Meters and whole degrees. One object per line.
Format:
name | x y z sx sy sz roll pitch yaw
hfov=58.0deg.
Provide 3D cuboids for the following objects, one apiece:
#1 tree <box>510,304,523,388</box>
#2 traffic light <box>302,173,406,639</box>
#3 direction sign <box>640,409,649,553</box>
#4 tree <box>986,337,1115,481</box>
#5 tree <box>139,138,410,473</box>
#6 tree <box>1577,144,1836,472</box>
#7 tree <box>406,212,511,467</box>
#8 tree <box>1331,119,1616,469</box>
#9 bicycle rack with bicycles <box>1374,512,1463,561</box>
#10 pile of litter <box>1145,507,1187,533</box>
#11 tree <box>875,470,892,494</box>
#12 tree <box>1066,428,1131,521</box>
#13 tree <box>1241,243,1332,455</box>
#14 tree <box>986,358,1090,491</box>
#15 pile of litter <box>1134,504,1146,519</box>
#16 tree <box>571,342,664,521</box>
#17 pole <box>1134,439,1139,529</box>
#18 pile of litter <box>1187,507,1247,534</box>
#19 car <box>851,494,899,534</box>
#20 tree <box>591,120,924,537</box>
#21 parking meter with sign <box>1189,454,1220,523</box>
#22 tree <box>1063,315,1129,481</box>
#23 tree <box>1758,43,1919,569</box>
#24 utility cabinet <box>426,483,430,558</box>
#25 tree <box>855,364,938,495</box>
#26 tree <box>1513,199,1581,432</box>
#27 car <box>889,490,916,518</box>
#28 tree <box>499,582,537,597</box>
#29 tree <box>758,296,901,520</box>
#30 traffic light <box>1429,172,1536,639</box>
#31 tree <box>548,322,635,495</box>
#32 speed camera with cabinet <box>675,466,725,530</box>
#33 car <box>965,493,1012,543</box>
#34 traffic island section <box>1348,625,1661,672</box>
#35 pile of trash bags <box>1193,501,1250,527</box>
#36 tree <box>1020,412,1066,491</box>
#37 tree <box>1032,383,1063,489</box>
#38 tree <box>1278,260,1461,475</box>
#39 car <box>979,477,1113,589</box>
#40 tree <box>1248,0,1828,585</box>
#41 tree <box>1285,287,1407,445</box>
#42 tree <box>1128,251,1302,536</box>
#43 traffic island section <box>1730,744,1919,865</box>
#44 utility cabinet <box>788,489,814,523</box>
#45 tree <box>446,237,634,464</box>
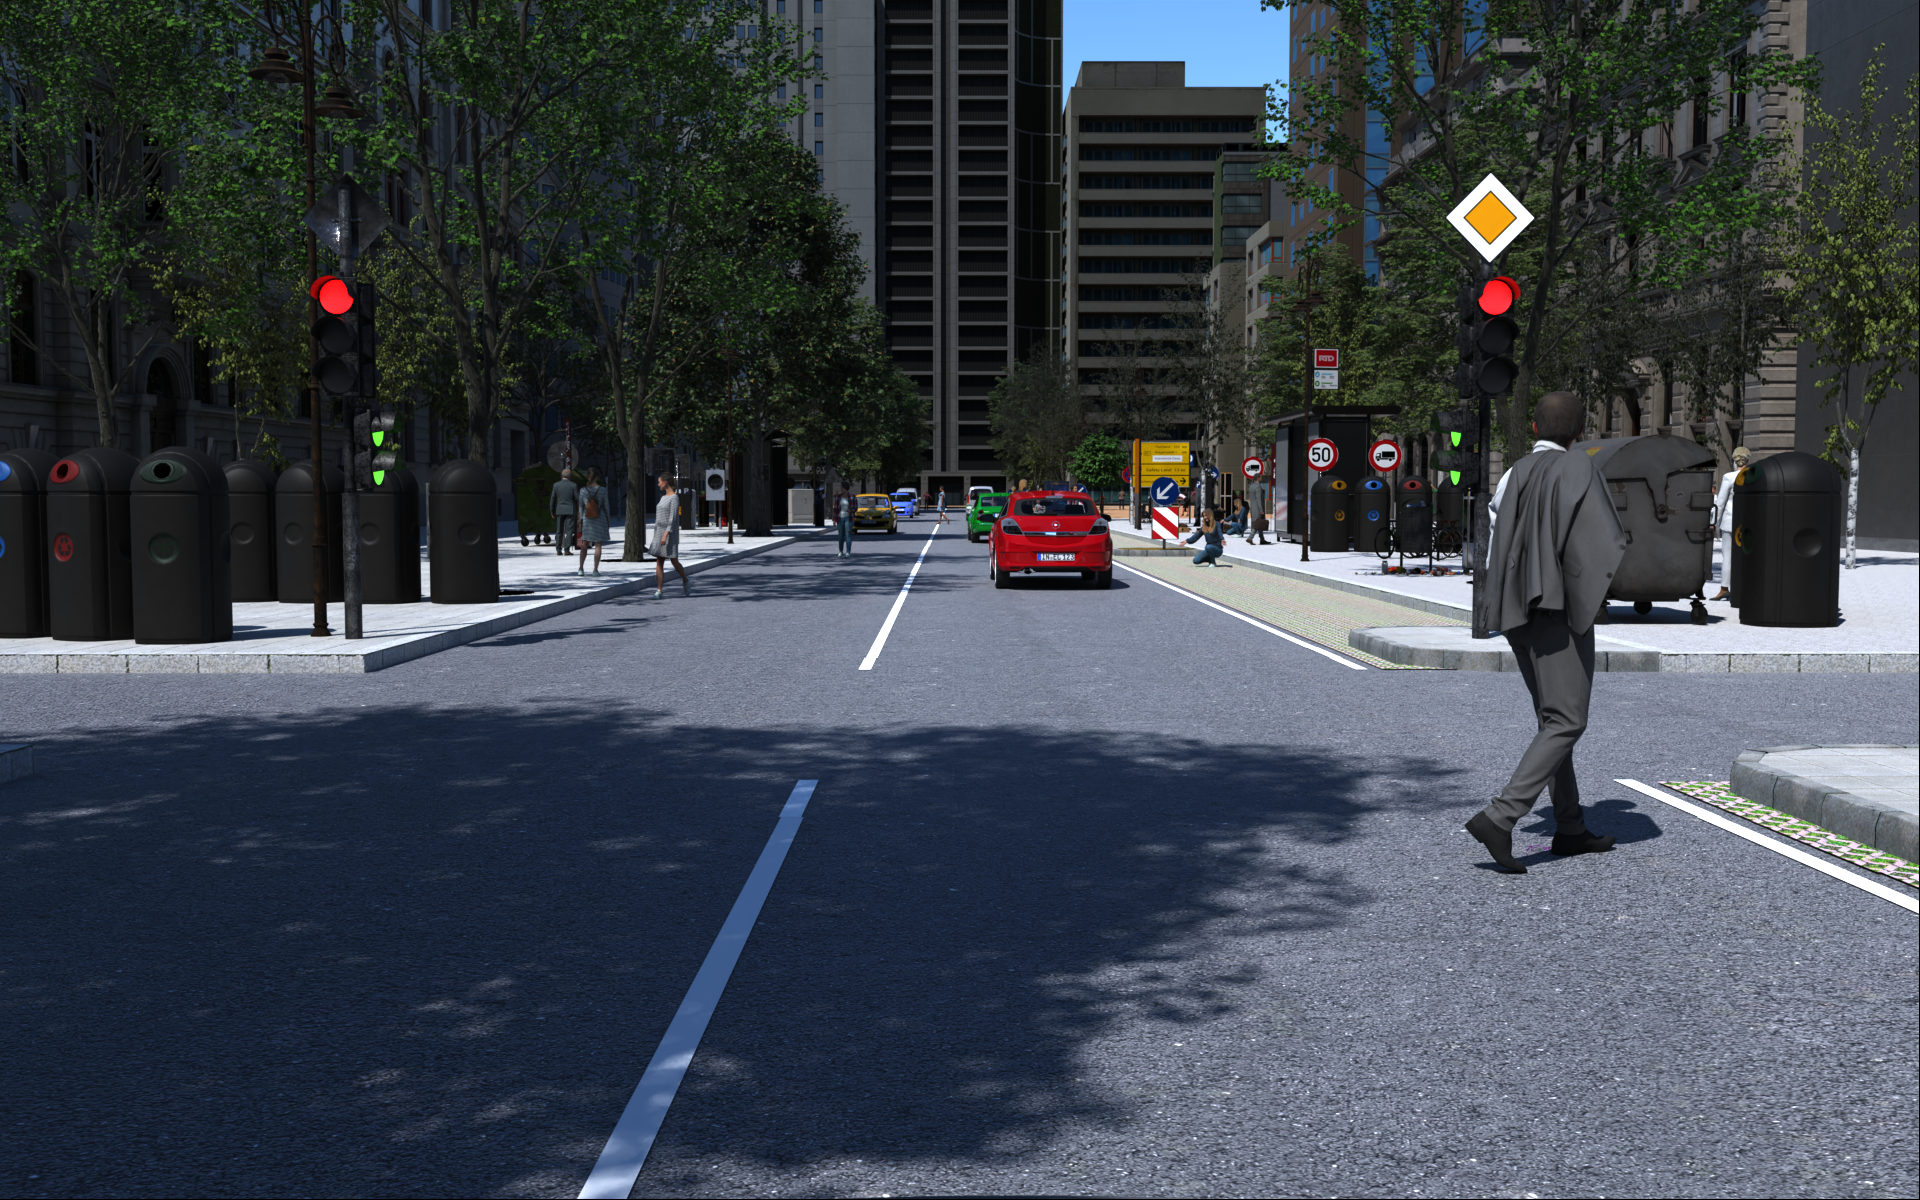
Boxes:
tree | -15.407 -6.236 52.316 4.737 8.622 4.395 0 3 0
traffic light | -5.353 -1.609 15.227 0.839 4.253 0.868 0 4 0
direction sign | -6.949 -2.806 37.882 0.379 3.537 0.876 0 4 -6
tree | 7.094 -13.800 136.005 12.009 13.543 11.850 0 3 0
tree | -14.885 -5.265 36.440 4.737 8.622 4.395 0 3 0
tree | 16.013 -5.247 36.158 4.360 8.622 3.978 0 3 0
tree | -14.332 -5.650 42.732 4.737 8.622 4.395 0 3 0
tree | 15.883 -8.240 52.852 7.486 12.596 7.792 0 3 0
bicycle rack with bicycles | 9.533 -1.277 34.267 2.925 0.926 2.852 -1 4 -16
pile of litter | 7.270 -2.701 58.123 1.176 0.858 1.719 3 4 38
tree | -6.558 -11.711 141.838 4.360 8.622 3.978 0 3 0
tree | 6.933 -6.137 84.060 4.285 4.588 4.351 0 3 0
tree | 16.389 -9.784 78.089 7.486 12.596 7.792 0 3 0
tree | 7.069 -15.613 161.928 9.857 13.997 8.962 0 3 0
pile of litter | 9.601 -4.657 90.101 1.176 0.858 1.719 -1 4 -22
tree | -16.296 -8.047 81.928 4.737 8.622 4.395 0 3 0
pole | 6.530 -4.286 63.915 0.158 3.312 0.155 0 3 0
pile of litter | 8.425 -2.583 56.194 1.719 0.858 1.176 1 4 21
car | -3.191 -3.209 62.687 2.015 1.641 3.980 0 4 1
tree | -6.243 -8.268 52.197 9.611 12.733 9.660 0 3 0
parking meter with sign | 10.730 -4.874 75.948 1.738 3.016 0.543 -2 4 -32
tree | 7.310 -7.409 71.495 4.360 8.622 3.978 0 3 0
tree | 15.455 -4.834 29.402 4.737 8.622 4.395 0 3 0
utility cabinet | -10.082 -1.551 34.031 0.318 1.500 1.173 -3 5 -41
tree | -7.240 -15.971 167.779 9.857 13.997 8.962 0 3 0
tree | 15.285 -5.615 42.163 4.360 8.622 3.978 0 3 0
car | -3.626 -5.749 103.582 1.945 1.707 3.694 0 4 -2
tree | -6.131 -5.879 21.874 9.928 11.665 9.643 0 3 0
tree | -7.003 -10.327 86.968 7.486 12.596 7.792 0 3 0
traffic light | 4.608 -1.612 15.281 0.839 4.253 0.868 0 4 0
tree | -15.137 -7.484 72.723 4.360 8.622 3.978 0 3 0
speed camera with cabinet | -9.489 -4.160 62.356 2.038 3.252 0.660 0 4 -5
car | 1.162 -2.648 52.088 1.959 1.807 4.718 0 4 -2
traffic island section | 4.648 0.421 15.395 2.009 0.180 2.903 0 4 0
pile of trash bags | 10.315 -3.511 67.161 1.912 1.369 3.447 0 4 -7
tree | 6.879 -12.220 150.151 4.737 8.622 4.395 0 3 0
tree | 6.619 -9.800 110.587 4.360 8.622 3.978 0 3 0
tree | 16.359 -8.270 69.628 7.601 10.594 8.767 0 4 -4
car | 1.397 -1.142 27.715 2.155 1.783 4.494 0 4 -1
tree | 7.697 -6.011 24.030 9.928 11.665 9.643 0 3 0
tree | 13.941 -6.864 62.585 4.737 8.622 4.395 0 3 0
tree | 7.763 -6.304 53.438 4.360 8.622 3.978 0 3 0
traffic island section | 4.678 0.910 7.410 2.009 0.180 2.903 0 4 0
utility cabinet | -6.909 -4.086 75.493 1.173 1.500 0.318 -3 5 -40
tree | -15.155 -7.839 62.580 7.601 10.594 8.767 0 4 1
